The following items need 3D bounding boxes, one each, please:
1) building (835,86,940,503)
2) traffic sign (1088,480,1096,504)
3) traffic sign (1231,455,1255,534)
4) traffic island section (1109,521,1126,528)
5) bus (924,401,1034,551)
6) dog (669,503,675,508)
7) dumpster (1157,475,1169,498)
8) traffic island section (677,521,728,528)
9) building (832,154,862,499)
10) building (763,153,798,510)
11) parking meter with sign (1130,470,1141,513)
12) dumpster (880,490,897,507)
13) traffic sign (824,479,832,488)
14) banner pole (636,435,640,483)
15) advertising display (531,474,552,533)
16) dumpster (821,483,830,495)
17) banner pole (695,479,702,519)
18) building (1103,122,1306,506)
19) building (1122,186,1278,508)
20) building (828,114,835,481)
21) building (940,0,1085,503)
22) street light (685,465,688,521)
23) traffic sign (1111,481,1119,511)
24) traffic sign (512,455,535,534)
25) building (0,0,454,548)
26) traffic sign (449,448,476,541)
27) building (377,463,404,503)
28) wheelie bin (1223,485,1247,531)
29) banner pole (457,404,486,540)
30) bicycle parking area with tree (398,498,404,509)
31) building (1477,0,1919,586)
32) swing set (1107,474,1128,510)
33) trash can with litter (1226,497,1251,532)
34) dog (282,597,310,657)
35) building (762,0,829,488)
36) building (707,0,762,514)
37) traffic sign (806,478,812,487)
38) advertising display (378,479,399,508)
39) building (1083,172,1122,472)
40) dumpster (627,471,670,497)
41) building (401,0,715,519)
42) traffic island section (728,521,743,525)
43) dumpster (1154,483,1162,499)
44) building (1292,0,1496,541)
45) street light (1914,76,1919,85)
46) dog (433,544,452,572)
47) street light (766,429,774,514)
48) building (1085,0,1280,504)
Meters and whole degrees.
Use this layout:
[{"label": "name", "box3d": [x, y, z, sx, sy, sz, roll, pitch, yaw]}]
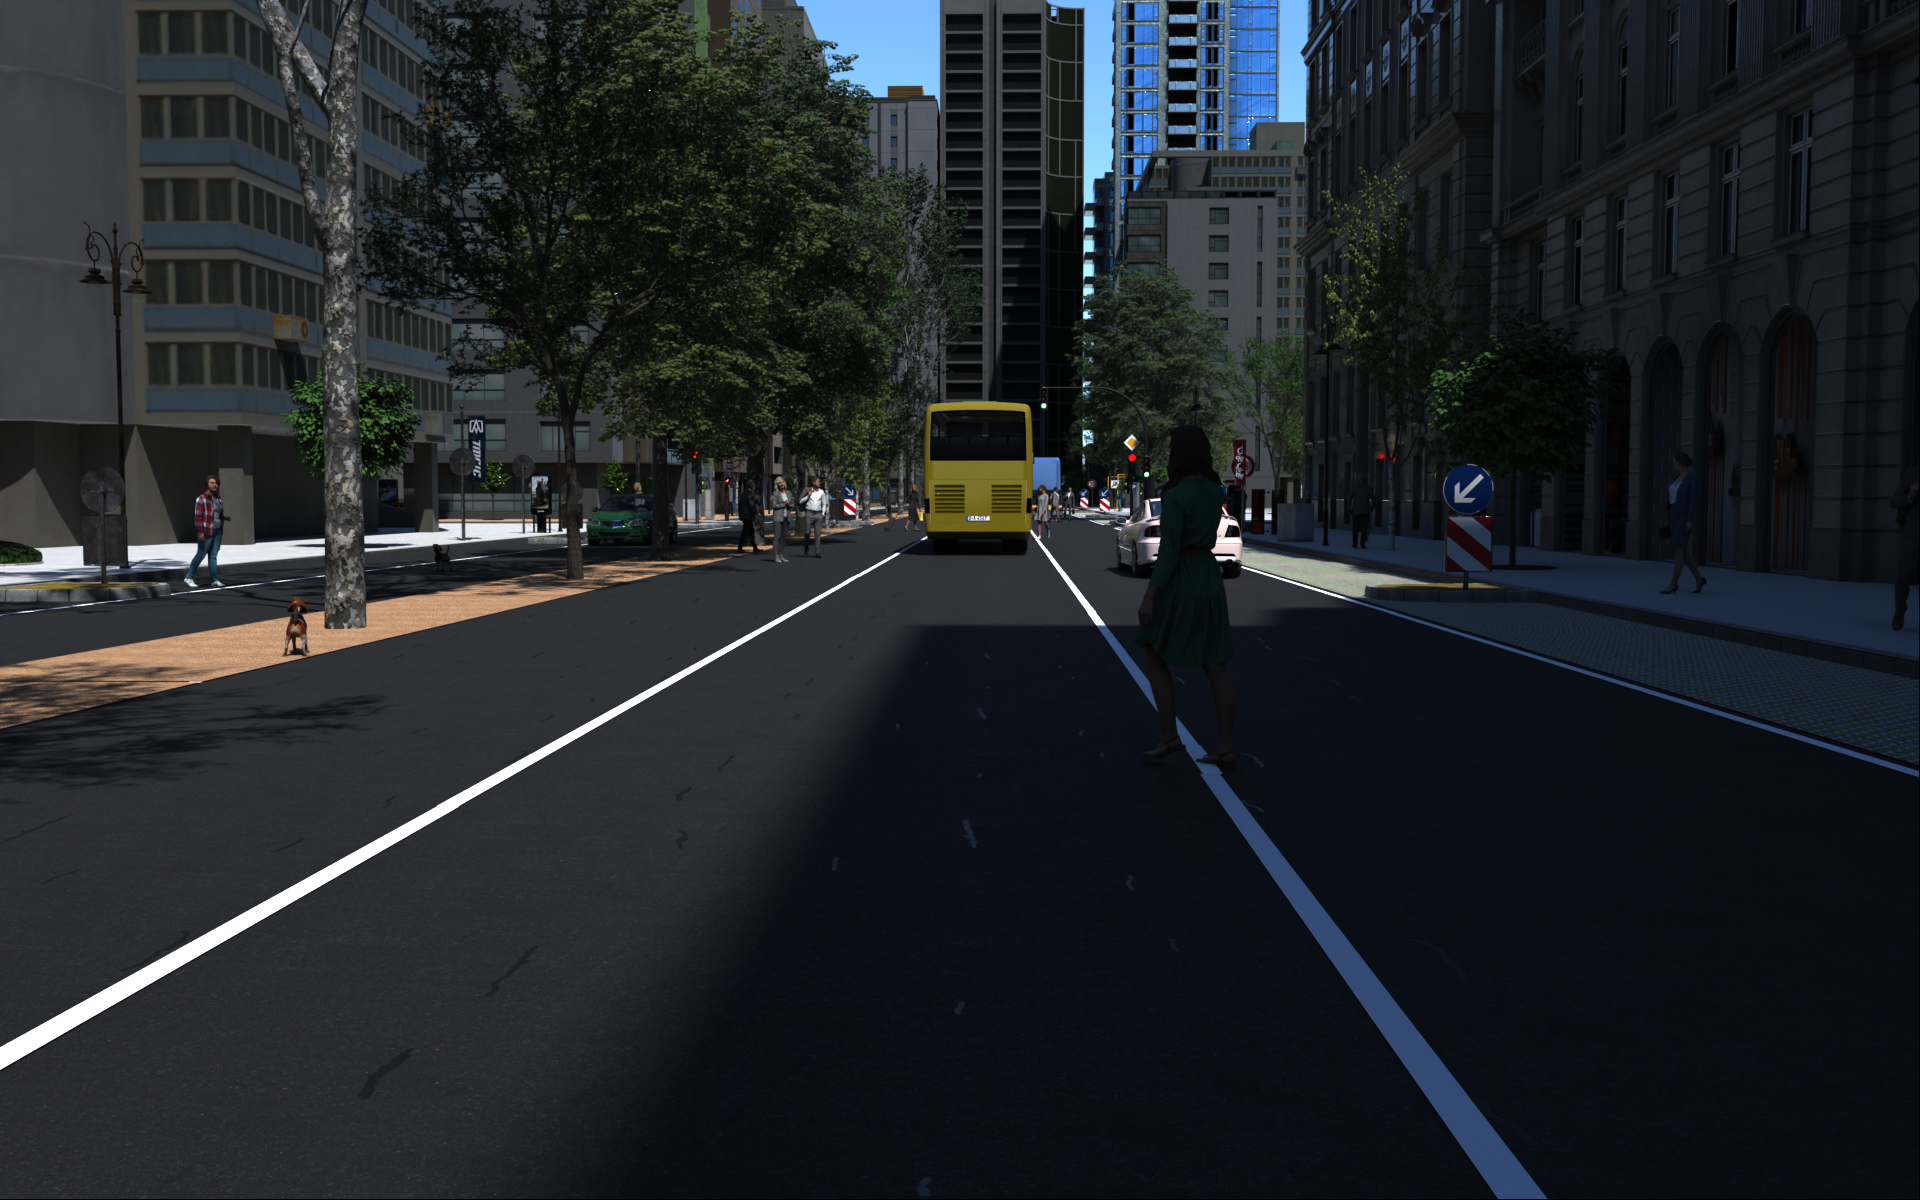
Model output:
[{"label": "building", "box3d": [-17.003, -43.512, 253.423, 28.212, 58.520, 21.231, 0, 4, 1]}, {"label": "traffic sign", "box3d": [11.671, -9.352, 153.008, 0.768, 2.556, 0.104, 0, 4, 7]}, {"label": "traffic sign", "box3d": [9.133, -3.413, 55.916, 0.768, 2.556, 0.104, 0, 4, 3]}, {"label": "traffic island section", "box3d": [8.088, -3.622, 81.501, 2.009, 0.180, 2.903, 0, 4, 1]}, {"label": "bus", "box3d": [0.602, -3.334, 46.065, 2.896, 3.916, 12.252, 0, 4, 2]}, {"label": "dog", "box3d": [-14.622, -4.393, 86.198, 0.800, 0.831, 0.513, 3, 5, 44]}, {"label": "dumpster", "box3d": [10.156, -4.851, 81.800, 1.502, 2.255, 1.985, 0, 4, 1]}, {"label": "traffic island section", "box3d": [-11.249, -3.164, 74.005, 2.009, 0.180, 2.903, 0, 4, 1]}, {"label": "building", "box3d": [-27.998, -36.586, 217.781, 30.456, 49.044, 23.786, 0, 4, 1]}, {"label": "building", "box3d": [-20.826, -22.487, 139.361, 14.160, 30.474, 14.107, 0, 4, 1]}, {"label": "parking meter with sign", "box3d": [10.721, -6.704, 105.864, 0.543, 3.016, 1.738, 1, 4, 20]}, {"label": "dumpster", "box3d": [-8.006, -11.352, 193.812, 1.865, 1.857, 1.264, 0, 4, 0]}, {"label": "traffic sign", "box3d": [-11.207, -8.982, 146.966, 0.768, 2.556, 0.104, 0, 4, 3]}, {"label": "banner pole", "box3d": [-13.320, -4.995, 71.682, 0.401, 3.779, 0.863, -1, 4, -22]}, {"label": "advertising display", "box3d": [-13.847, -3.186, 57.298, 0.974, 1.923, 0.123, 3, 5, 39]}, {"label": "dumpster", "box3d": [-11.531, -8.733, 145.278, 1.502, 2.255, 1.985, 0, 4, 2]}, {"label": "banner pole", "box3d": [-13.486, -6.041, 88.784, 0.401, 3.779, 0.863, 0, 4, 1]}, {"label": "building", "box3d": [31.922, -30.195, 185.572, 32.217, 40.220, 23.993, 0, 4, 1]}, {"label": "building", "box3d": [22.610, -24.182, 167.082, 14.160, 30.474, 14.107, 0, 4, 1]}, {"label": "building", "box3d": [-21.061, -32.780, 186.069, 14.600, 45.320, 14.200, 0, 4, 1]}, {"label": "building", "box3d": [7.680, -49.807, 252.603, 20.611, 71.187, 20.563, 0, 4, 1]}, {"label": "street light", "box3d": [-13.072, -6.713, 82.541, 0.468, 5.910, 1.993, 0, 4, 1]}, {"label": "traffic sign", "box3d": [11.602, -7.802, 129.686, 0.606, 2.300, 0.079, 1, 4, 9]}, {"label": "traffic sign", "box3d": [-14.123, -3.419, 56.009, 0.768, 2.556, 0.104, 1, 4, 9]}, {"label": "building", "box3d": [-28.957, -22.017, 51.865, 23.993, 40.220, 32.217, 0, 4, 1]}, {"label": "traffic sign", "box3d": [-13.685, -2.908, 47.647, 0.768, 2.556, 0.104, 0, 4, 7]}, {"label": "building", "box3d": [-58.430, -36.667, 219.116, 30.456, 49.044, 23.786, 0, 4, 1]}, {"label": "wheelie bin", "box3d": [9.599, -3.209, 60.377, 0.980, 1.594, 0.693, -3, 5, -40]}, {"label": "banner pole", "box3d": [-13.676, -3.575, 48.474, 0.863, 3.779, 0.401, 0, 4, -8]}, {"label": "bicycle parking area with tree", "box3d": [-55.016, -10.134, 152.688, 9.016, 4.147, 8.231, 0, 4, 3]}, {"label": "building", "box3d": [18.918, -11.610, 31.623, 13.314, 21.916, 24.055, 0, 4, 1]}, {"label": "swing set", "box3d": [14.546, -9.631, 155.084, 3.119, 2.851, 2.862, 0, 4, 3]}, {"label": "trash can with litter", "box3d": [9.493, -2.897, 58.756, 1.055, 1.170, 0.624, 0, 4, 0]}, {"label": "dog", "box3d": [-5.880, 0.242, 15.339, 0.540, 0.507, 0.406, 2, 4, 33]}, {"label": "building", "box3d": [-24.422, -33.260, 167.501, 21.300, 48.544, 21.600, 0, 4, 1]}, {"label": "building", "box3d": [-21.157, -28.543, 116.797, 14.600, 45.320, 14.200, 0, 4, 1]}, {"label": "traffic sign", "box3d": [-11.936, -8.473, 138.541, 0.884, 2.594, 0.081, 1, 4, 10]}, {"label": "advertising display", "box3d": [-24.816, -4.280, 75.197, 0.974, 1.923, 0.123, 1, 4, 21]}, {"label": "building", "box3d": [33.338, -38.786, 253.752, 30.456, 49.044, 23.786, 0, 4, 1]}, {"label": "dumpster", "box3d": [-13.291, -4.359, 73.764, 1.502, 2.255, 1.985, 0, 4, 1]}, {"label": "building", "box3d": [-21.533, -25.058, 93.291, 14.154, 41.232, 14.086, 0, 4, 1]}, {"label": "traffic island section", "box3d": [-11.047, -3.652, 81.987, 2.009, 0.180, 2.903, 0, 4, 1]}, {"label": "dumpster", "box3d": [10.104, -4.784, 83.970, 1.264, 1.857, 1.865, 0, 4, 1]}, {"label": "building", "box3d": [19.021, -15.866, 56.672, 12.463, 27.353, 25.104, 0, 4, 1]}, {"label": "street light", "box3d": [8.354, -2.528, 14.126, 0.468, 5.910, 1.993, 0, 4, 1]}, {"label": "dog", "box3d": [-9.588, -0.779, 32.031, 0.540, 0.507, 0.406, 1, 4, 12]}, {"label": "street light", "box3d": [-12.310, -8.485, 111.515, 0.468, 5.910, 1.993, 0, 4, 1]}, {"label": "building", "box3d": [27.401, -54.988, 211.726, 22.319, 86.520, 31.000, 0, 4, 1]}]
